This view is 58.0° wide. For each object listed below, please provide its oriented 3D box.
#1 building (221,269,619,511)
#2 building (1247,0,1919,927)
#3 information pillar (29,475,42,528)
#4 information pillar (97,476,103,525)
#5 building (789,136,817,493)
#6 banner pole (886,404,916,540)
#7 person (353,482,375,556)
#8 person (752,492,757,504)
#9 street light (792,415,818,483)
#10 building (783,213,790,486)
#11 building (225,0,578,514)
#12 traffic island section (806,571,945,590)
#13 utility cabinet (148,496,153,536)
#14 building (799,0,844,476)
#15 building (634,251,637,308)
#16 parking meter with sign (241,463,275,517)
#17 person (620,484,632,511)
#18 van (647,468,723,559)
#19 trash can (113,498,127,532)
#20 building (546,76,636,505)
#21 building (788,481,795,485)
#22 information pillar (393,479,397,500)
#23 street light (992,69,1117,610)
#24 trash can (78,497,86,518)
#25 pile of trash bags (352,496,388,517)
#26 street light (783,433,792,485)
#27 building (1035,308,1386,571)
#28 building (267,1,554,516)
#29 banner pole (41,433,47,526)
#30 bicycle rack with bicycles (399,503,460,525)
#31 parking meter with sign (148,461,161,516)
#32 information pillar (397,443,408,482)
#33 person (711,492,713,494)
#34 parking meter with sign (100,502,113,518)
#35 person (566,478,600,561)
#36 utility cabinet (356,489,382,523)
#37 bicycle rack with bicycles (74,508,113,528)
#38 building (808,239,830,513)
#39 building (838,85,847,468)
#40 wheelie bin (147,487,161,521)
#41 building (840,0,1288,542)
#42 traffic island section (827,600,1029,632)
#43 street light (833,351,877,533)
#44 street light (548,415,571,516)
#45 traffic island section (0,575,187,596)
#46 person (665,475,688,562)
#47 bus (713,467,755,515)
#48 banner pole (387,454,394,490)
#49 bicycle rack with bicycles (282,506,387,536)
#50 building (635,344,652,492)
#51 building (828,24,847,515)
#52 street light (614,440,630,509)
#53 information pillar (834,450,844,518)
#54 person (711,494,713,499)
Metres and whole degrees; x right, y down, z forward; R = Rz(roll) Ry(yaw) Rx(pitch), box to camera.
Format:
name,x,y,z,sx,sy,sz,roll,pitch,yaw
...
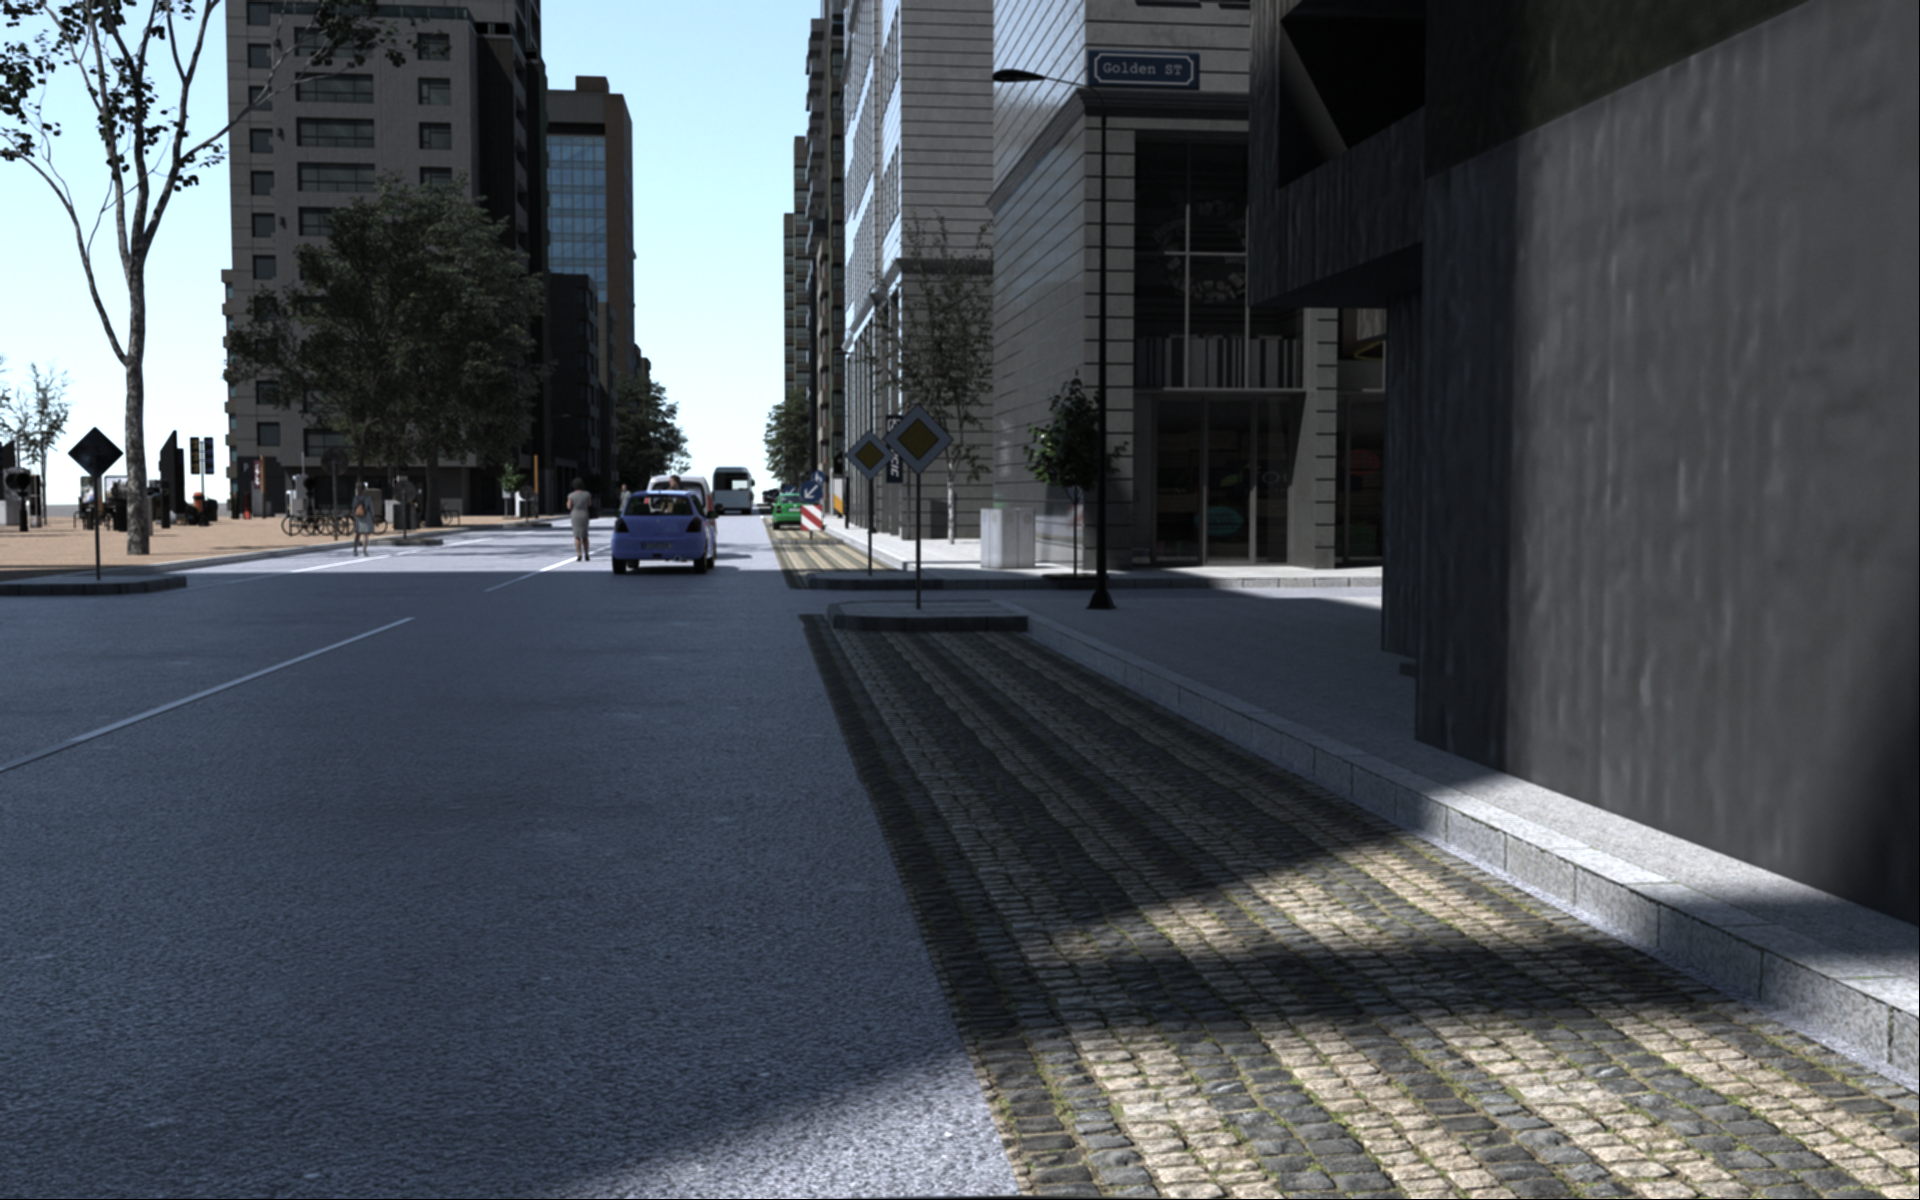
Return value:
name,x,y,z,sx,sy,sz,roll,pitch,yaw
building,-44.629,-18.599,149.132,27.650,21.520,28.899,0,4,-7
building,9.094,-14.637,11.020,14.160,30.474,14.107,0,4,-7
information pillar,-35.438,-3.784,66.359,0.304,2.012,0.304,0,4,6
information pillar,-35.778,-4.925,71.881,0.183,3.616,0.504,0,4,1
building,-12.245,-31.669,201.387,14.154,41.232,14.086,0,4,-7
banner pole,-1.657,-3.556,48.150,0.863,3.779,0.401,0,4,-2
person,-13.761,-1.859,39.900,0.512,1.701,0.522,0,4,-7
person,-28.964,-14.227,241.825,1.217,1.735,0.721,1,4,10
street light,-8.962,-7.914,101.936,1.470,5.913,1.316,0,4,-7
building,-18.775,-34.893,254.095,14.154,41.232,14.086,0,4,-7
building,-38.373,-41.857,122.614,20.563,71.187,20.611,0,4,-7
traffic island section,-1.395,-0.305,27.271,2.009,0.180,2.903,0,4,-7
utility cabinet,-24.959,-2.552,52.892,0.306,1.237,1.020,-3,5,-40
building,-3.020,-33.196,162.365,23.786,49.044,30.456,0,4,-7
building,-57.426,-33.360,237.320,32.217,40.220,23.993,0,4,-7
parking meter with sign,-39.001,-6.122,96.358,1.738,3.016,0.543,1,4,12
person,-12.564,-3.448,64.969,0.635,1.810,0.391,2,4,34
van,-6.411,-1.988,39.522,2.013,2.044,4.112,-1,4,-9
trash can,-28.411,-2.893,58.959,0.748,1.137,0.748,0,3,0
building,-43.126,-32.995,189.586,14.600,45.320,14.200,0,4,-7
building,-7.251,-33.288,236.132,32.217,40.220,23.993,0,4,-7
information pillar,-27.137,-4.831,83.486,0.304,2.012,0.304,-1,4,-10
street light,1.046,-2.852,19.177,1.470,5.913,1.316,0,4,-7
trash can,-44.568,-4.687,88.282,0.748,1.137,0.748,0,3,0
pile of trash bags,-32.905,-5.305,96.483,1.912,1.369,3.447,-3,4,-36
street light,-12.427,-9.707,131.257,1.470,5.913,1.316,0,4,-7
building,16.035,-15.760,35.175,29.804,29.767,11.434,0,4,-7
building,-33.133,-20.476,106.483,14.160,30.474,14.107,0,4,-7
banner pole,-37.272,-4.924,70.531,0.401,3.779,0.863,-2,4,-34
bicycle rack with bicycles,-22.125,-3.539,71.252,2.852,0.926,2.925,2,4,26
parking meter with sign,-42.332,-5.806,91.192,1.738,3.016,0.543,2,4,35
information pillar,-25.323,-5.338,78.632,0.183,3.616,0.504,3,5,42
person,-34.343,-14.158,240.518,0.617,1.759,0.750,2,4,35
parking meter with sign,-45.389,-5.919,93.030,1.738,3.016,0.543,-3,4,-38
person,-8.084,-1.728,37.109,0.716,1.782,0.532,-2,4,-28
utility cabinet,-25.379,-4.020,74.400,0.318,1.500,1.173,2,4,29
bicycle rack with bicycles,-32.221,-3.229,66.168,2.852,0.926,2.925,1,4,11
building,2.626,-17.651,133.627,27.650,21.520,28.899,0,4,-7
building,1.362,-18.192,90.939,14.314,27.812,24.014,0,4,-7
wheelie bin,-37.920,-4.491,81.330,0.980,1.594,0.693,0,3,0
building,1.930,-17.509,63.766,11.434,29.767,29.804,0,4,-7
traffic island section,-0.445,0.180,19.342,2.009,0.180,2.903,0,4,-7
street light,-3.406,-5.129,56.396,1.470,5.913,1.316,0,4,-7
street light,-23.532,-7.902,101.739,1.470,5.913,1.316,0,4,-7
traffic island section,-12.905,-0.221,25.902,2.009,0.180,2.903,0,4,-7
person,-6.071,-1.734,36.768,0.656,1.842,0.836,-2,4,-30
bus,-16.141,-7.863,123.423,2.948,3.499,13.247,0,4,-6
banner pole,-29.899,-6.176,90.999,0.401,3.779,0.863,1,4,9
bicycle rack with bicycles,-19.522,-2.449,53.426,2.925,0.926,2.852,0,4,3
building,-52.546,-22.434,211.830,27.650,21.520,28.899,0,4,-7
building,-1.491,-20.767,111.247,14.160,30.474,14.107,0,4,-7
street light,-28.873,-10.715,147.736,1.470,5.913,1.316,0,4,-7
information pillar,-6.503,-6.203,92.776,0.504,3.616,0.183,0,4,6
person,-26.495,-10.607,185.163,0.421,1.427,0.697,0,4,-7
